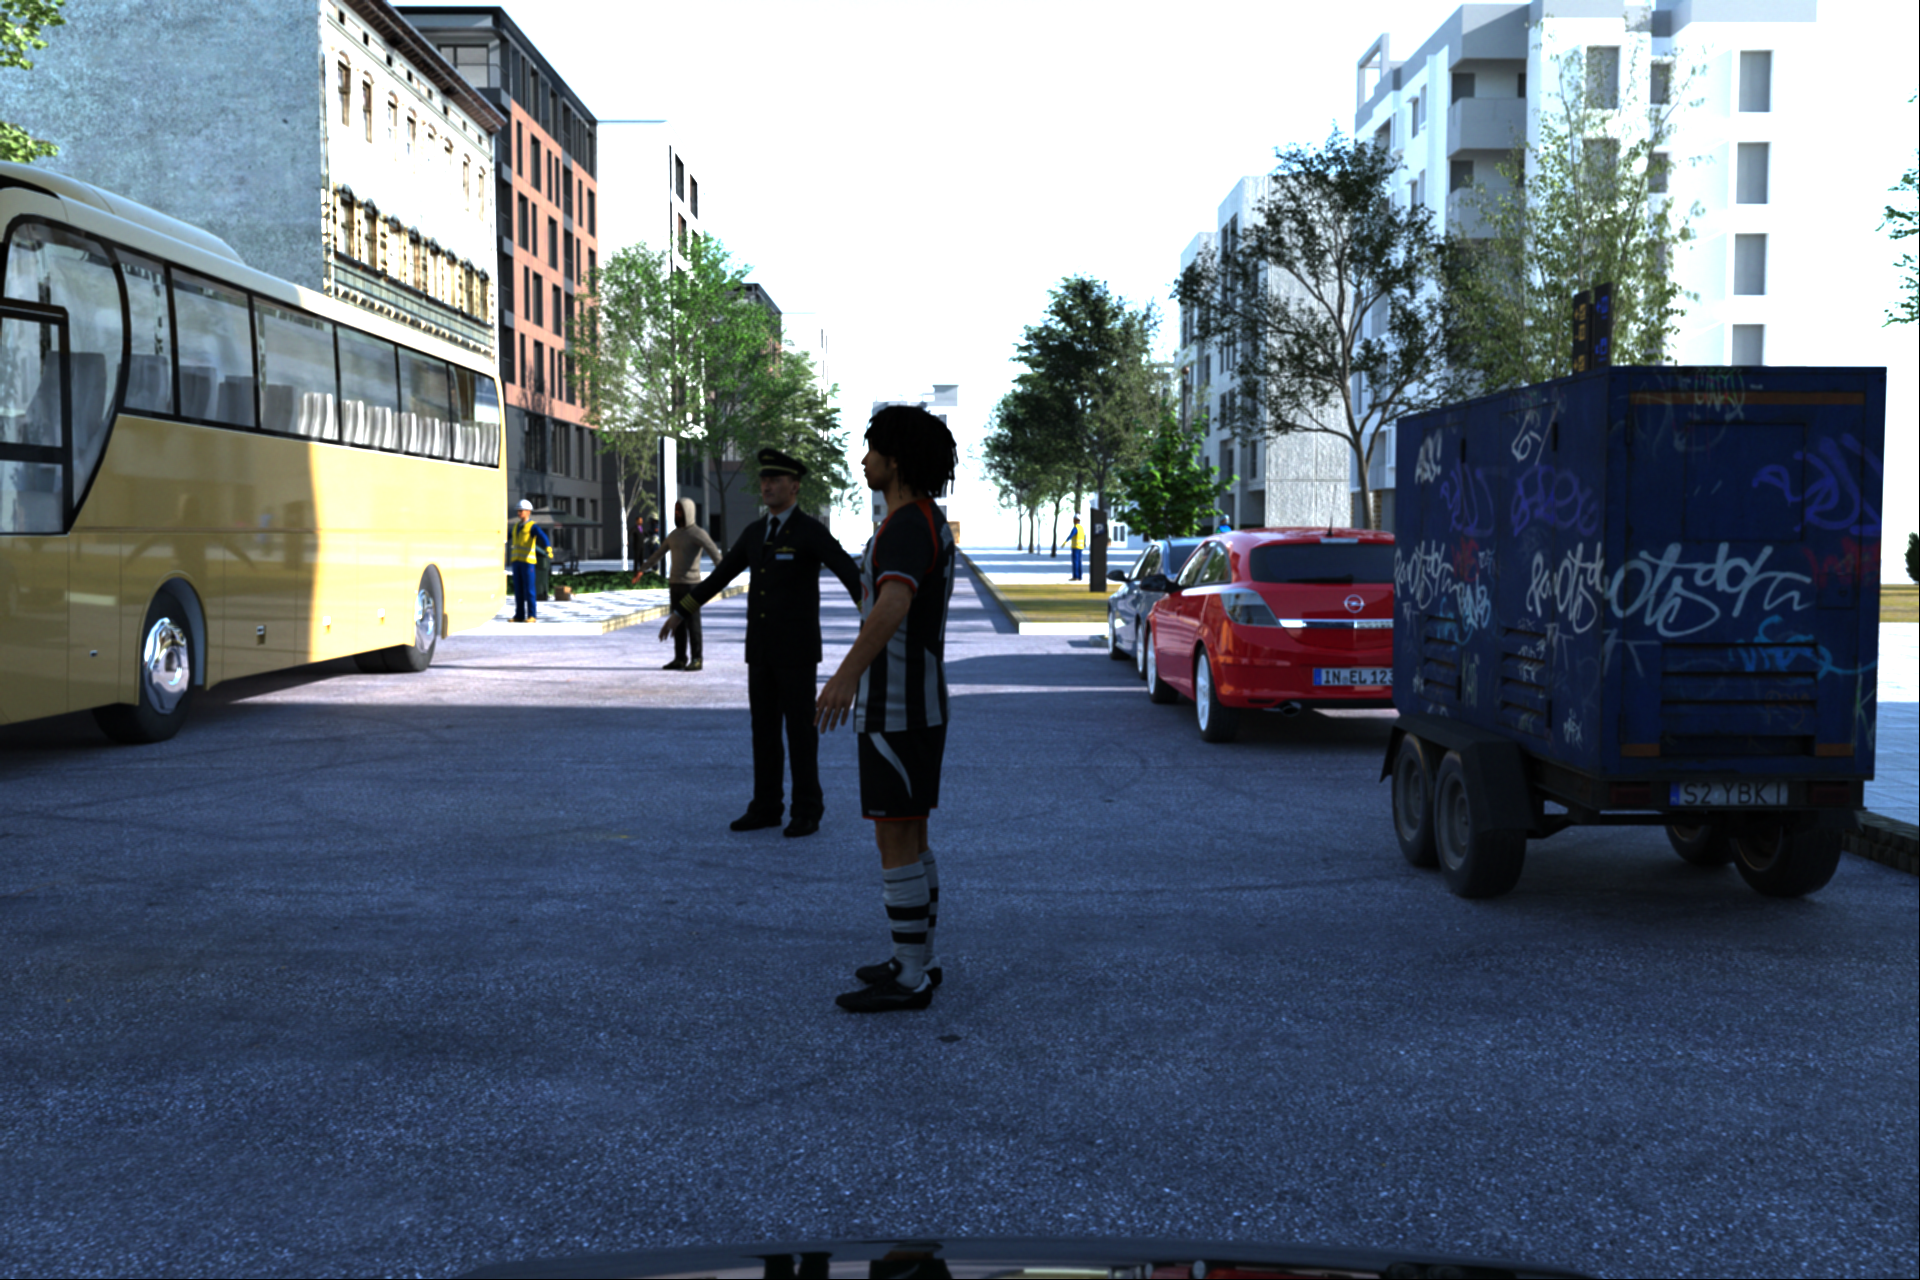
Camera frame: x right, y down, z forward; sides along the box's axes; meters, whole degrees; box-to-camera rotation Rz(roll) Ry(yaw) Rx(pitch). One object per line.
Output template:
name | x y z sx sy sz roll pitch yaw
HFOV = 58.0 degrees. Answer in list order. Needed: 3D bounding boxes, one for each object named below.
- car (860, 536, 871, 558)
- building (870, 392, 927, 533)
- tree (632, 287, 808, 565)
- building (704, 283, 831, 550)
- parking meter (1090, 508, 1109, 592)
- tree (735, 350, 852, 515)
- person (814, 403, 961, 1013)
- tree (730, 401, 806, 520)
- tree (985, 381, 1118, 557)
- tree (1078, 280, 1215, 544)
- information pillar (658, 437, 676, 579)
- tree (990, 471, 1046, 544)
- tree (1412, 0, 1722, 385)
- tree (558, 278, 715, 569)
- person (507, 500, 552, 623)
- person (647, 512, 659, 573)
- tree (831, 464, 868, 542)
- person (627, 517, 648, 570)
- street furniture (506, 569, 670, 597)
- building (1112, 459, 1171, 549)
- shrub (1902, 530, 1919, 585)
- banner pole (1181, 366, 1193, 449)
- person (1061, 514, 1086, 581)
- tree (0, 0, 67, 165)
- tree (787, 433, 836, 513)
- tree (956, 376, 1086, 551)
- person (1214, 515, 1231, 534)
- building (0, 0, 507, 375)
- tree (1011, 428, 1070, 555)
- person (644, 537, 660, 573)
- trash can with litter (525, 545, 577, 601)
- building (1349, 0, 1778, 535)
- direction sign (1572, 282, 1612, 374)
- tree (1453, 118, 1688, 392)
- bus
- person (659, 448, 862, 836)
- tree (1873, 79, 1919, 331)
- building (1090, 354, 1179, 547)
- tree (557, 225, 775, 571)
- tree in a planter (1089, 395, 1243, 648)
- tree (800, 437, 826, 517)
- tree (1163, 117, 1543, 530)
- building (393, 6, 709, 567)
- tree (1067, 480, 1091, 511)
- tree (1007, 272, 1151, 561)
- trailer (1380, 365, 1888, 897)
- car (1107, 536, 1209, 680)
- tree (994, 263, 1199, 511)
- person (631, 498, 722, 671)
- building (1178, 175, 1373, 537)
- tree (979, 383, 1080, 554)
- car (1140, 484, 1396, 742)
car | -3.682 -4.284 82.399 2.083 1.381 4.827 0 4 -1
building | -11.111 -22.230 222.330 11.380 20.090 16.016 0 4 5
tree | -9.937 -8.935 71.836 9.928 11.665 9.643 0 3 0
building | -26.865 -19.159 157.228 27.936 21.610 32.646 0 3 0
parking meter | 3.075 -1.993 38.290 0.399 1.863 0.255 0 4 -2
tree | -10.250 -11.518 106.453 7.486 12.596 7.792 0 3 0
person | -0.201 0.201 5.314 0.704 1.843 1.345 0 4 7
tree | -11.053 -8.821 94.578 4.360 8.622 3.978 0 3 0
tree | 5.291 -9.808 94.775 8.767 10.594 7.601 -2 4 -30
tree | 5.641 -6.112 50.290 4.360 8.622 3.978 0 3 0
information pillar | -7.184 -3.135 42.577 0.184 3.620 1.656 0 4 0
tree | 7.355 -17.303 217.312 7.601 10.594 8.767 0 4 -4
tree | 8.669 -4.497 23.883 4.360 8.622 3.978 0 3 0
tree | -10.023 -6.127 50.543 4.360 8.622 3.978 0 3 0
person | -6.355 -1.136 25.033 1.216 1.772 0.721 2 4 28
person | -8.185 -2.471 46.173 0.705 1.856 1.354 -1 4 -13
tree | -15.111 -17.477 220.161 7.601 10.594 8.767 0 4 3
person | -9.758 -2.847 52.766 0.704 1.802 1.346 3 4 36
street furniture | -11.258 -1.338 37.511 10.072 0.657 5.734 -1 4 -13
building | 19.139 -12.880 152.734 9.099 9.664 28.070 0 4 0
shrub | 22.960 -2.232 40.539 1.661 2.075 1.752 0 3 0
banner pole | 3.362 -2.181 25.681 0.401 3.779 0.863 0 4 -2
person | 3.159 -2.526 47.271 0.705 1.833 1.349 2 4 31
tree | -12.844 -6.061 17.217 7.486 12.596 7.792 0 3 0
tree | -10.602 -10.354 119.657 4.737 8.622 4.395 0 3 0
tree | 4.697 -13.501 131.104 12.009 13.543 11.850 0 3 0
person | 7.435 -2.594 48.535 1.347 1.817 0.704 -3 5 -44
building | -26.076 -13.657 54.224 19.493 23.208 18.063 0 4 -1
tree | 4.591 -9.512 105.888 4.360 8.622 3.978 0 3 0
person | -9.919 -3.144 57.583 1.347 1.806 0.705 -2 4 -25
trash can with litter | -7.909 -1.339 33.288 1.055 1.170 0.624 0 4 -1
building | 20.566 -12.878 66.980 16.016 20.090 11.380 0 4 0
direction sign | 5.823 -1.471 16.054 0.379 3.537 0.876 0 4 -1
tree | 10.893 -4.904 30.549 4.737 8.622 4.395 0 3 0
bus | -6.701 -1.440 15.090 2.896 3.916 12.252 0 4 -1
person | -0.872 0.003 8.339 1.347 1.837 0.705 2 4 32
tree | 19.118 -6.263 28.156 9.928 11.665 9.643 0 3 0
building | 19.476 -20.446 190.705 16.016 20.090 11.380 0 4 -1
tree | -9.807 -8.102 58.221 9.928 11.665 9.643 0 3 0
tree in a planter | 2.692 -1.539 22.391 1.991 3.239 1.994 0 4 0
tree | -11.295 -10.758 126.253 4.737 8.622 4.395 0 3 0
tree | 9.049 -6.363 38.449 8.767 10.594 7.601 -1 4 -17
building | -28.372 -14.660 83.671 27.936 21.610 32.646 0 4 0
tree | 17.212 -17.955 219.323 9.928 11.665 9.643 0 3 0
tree | 5.508 -9.640 75.735 7.486 12.596 7.792 0 3 0
trailer | 2.637 -0.050 7.859 1.471 1.999 3.904 0 4 -1
car | 2.604 -0.385 18.291 2.014 1.417 4.499 0 4 -1
tree | 4.716 -7.719 60.615 7.601 10.594 8.767 -1 4 -17
person | -2.909 -0.590 18.229 1.348 1.813 0.705 3 4 36
building | 22.264 -13.926 94.153 16.747 18.905 31.486 0 4 0
tree | 4.799 -11.531 114.292 9.928 11.665 9.643 0 3 0
car | 2.525 -0.267 13.408 2.155 1.783 4.494 0 4 -1
